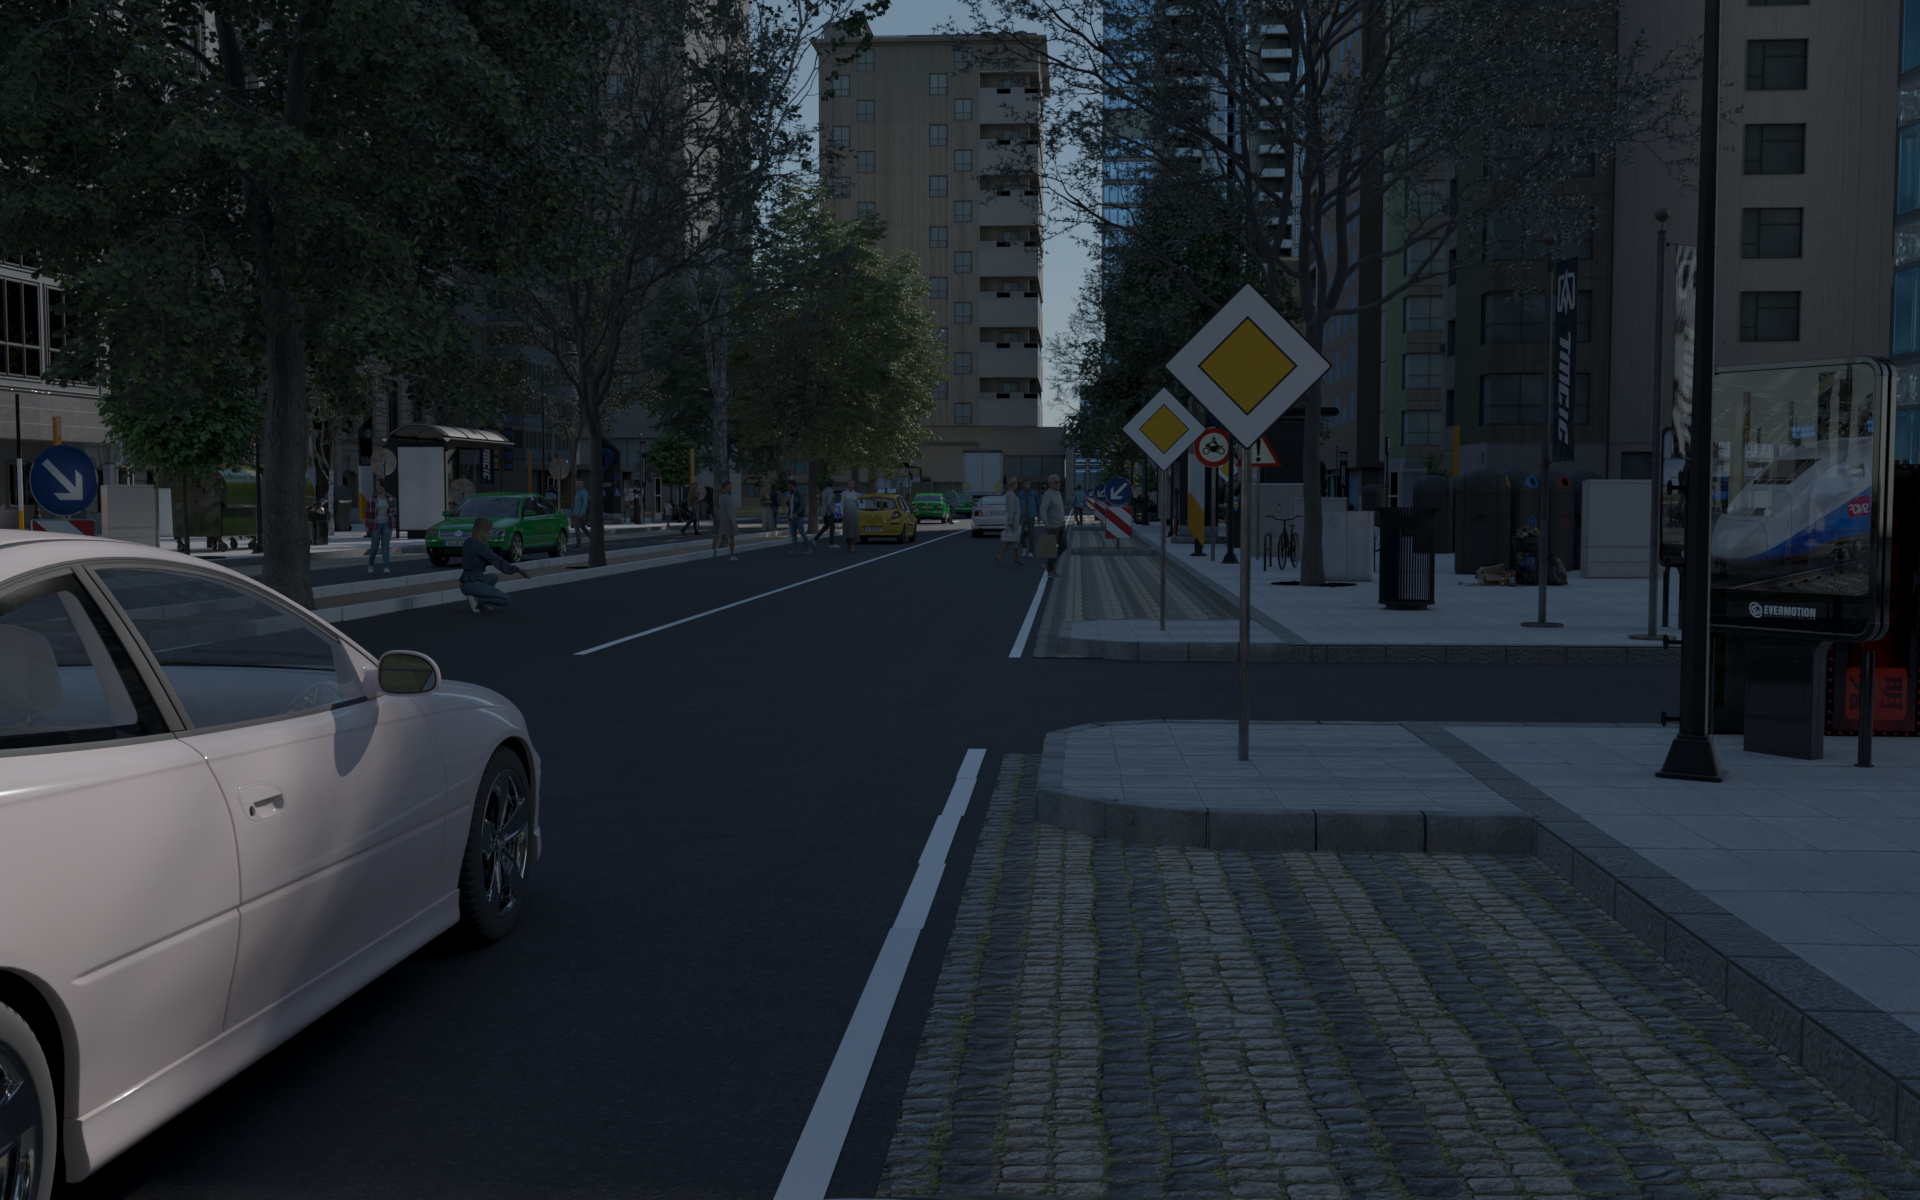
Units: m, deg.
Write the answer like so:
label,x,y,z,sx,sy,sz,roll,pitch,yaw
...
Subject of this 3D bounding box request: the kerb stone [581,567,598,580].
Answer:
label,x,y,z,sx,sy,sz,roll,pitch,yaw
kerb stone,-6.354,-0.430,29.232,0.120,0.150,1.000,0,4,4

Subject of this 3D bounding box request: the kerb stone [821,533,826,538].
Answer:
label,x,y,z,sx,sy,sz,roll,pitch,yaw
kerb stone,-4.548,-2.055,55.816,0.120,0.150,1.000,0,4,4

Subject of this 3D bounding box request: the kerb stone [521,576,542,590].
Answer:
label,x,y,z,sx,sy,sz,roll,pitch,yaw
kerb stone,-6.568,-0.240,26.162,0.120,0.150,1.000,0,4,4

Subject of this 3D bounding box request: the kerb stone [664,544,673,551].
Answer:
label,x,y,z,sx,sy,sz,roll,pitch,yaw
kerb stone,-7.475,-1.315,43.728,0.120,0.150,1.000,0,4,4

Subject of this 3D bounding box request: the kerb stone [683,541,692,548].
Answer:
label,x,y,z,sx,sy,sz,roll,pitch,yaw
kerb stone,-7.332,-1.438,45.775,0.120,0.150,1.000,0,4,4

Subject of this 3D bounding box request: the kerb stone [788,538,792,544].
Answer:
label,x,y,z,sx,sy,sz,roll,pitch,yaw
kerb stone,-4.963,-1.676,49.671,0.120,0.150,1.000,0,4,4

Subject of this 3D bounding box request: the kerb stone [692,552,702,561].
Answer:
label,x,y,z,sx,sy,sz,roll,pitch,yaw
kerb stone,-5.801,-0.931,37.412,0.120,0.150,1.000,0,4,4

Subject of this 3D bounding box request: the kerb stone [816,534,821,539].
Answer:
label,x,y,z,sx,sy,sz,roll,pitch,yaw
kerb stone,-4.615,-1.994,54.796,0.120,0.150,1.000,0,4,4

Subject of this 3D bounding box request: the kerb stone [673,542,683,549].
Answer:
label,x,y,z,sx,sy,sz,roll,pitch,yaw
kerb stone,-7.405,-1.380,44.750,0.120,0.150,1.000,0,4,4

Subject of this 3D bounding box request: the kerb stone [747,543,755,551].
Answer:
label,x,y,z,sx,sy,sz,roll,pitch,yaw
kerb stone,-5.384,-1.304,43.551,0.120,0.150,1.000,0,4,4

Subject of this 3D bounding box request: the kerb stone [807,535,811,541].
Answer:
label,x,y,z,sx,sy,sz,roll,pitch,yaw
kerb stone,-4.754,-1.869,52.756,0.120,0.150,1.000,0,4,4

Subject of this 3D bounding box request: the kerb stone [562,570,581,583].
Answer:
label,x,y,z,sx,sy,sz,roll,pitch,yaw
kerb stone,-6.424,-0.368,28.204,0.120,0.150,1.000,0,4,4

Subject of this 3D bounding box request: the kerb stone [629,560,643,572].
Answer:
label,x,y,z,sx,sy,sz,roll,pitch,yaw
kerb stone,-6.149,-0.618,32.300,0.120,0.150,1.000,0,4,4

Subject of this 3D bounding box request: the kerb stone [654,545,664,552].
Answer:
label,x,y,z,sx,sy,sz,roll,pitch,yaw
kerb stone,-7.547,-1.255,42.707,0.120,0.150,1.000,0,4,4

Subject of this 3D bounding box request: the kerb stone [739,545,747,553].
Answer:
label,x,y,z,sx,sy,sz,roll,pitch,yaw
kerb stone,-5.443,-1.244,42.527,0.120,0.150,1.000,0,4,4

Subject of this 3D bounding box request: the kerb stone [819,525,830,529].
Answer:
label,x,y,z,sx,sy,sz,roll,pitch,yaw
kerb stone,-5.590,-3.003,71.316,0.120,0.150,1.000,0,4,4

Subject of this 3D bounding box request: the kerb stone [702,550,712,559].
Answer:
label,x,y,z,sx,sy,sz,roll,pitch,yaw
kerb stone,-5.726,-0.993,38.437,0.120,0.150,1.000,0,4,4

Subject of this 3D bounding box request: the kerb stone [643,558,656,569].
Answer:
label,x,y,z,sx,sy,sz,roll,pitch,yaw
kerb stone,-6.080,-0.680,33.320,0.120,0.150,1.000,0,4,4

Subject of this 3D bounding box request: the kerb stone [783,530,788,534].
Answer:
label,x,y,z,sx,sy,sz,roll,pitch,yaw
kerb stone,-6.290,-2.378,61.103,0.120,0.150,1.000,0,4,4

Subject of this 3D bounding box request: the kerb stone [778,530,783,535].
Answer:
label,x,y,z,sx,sy,sz,roll,pitch,yaw
kerb stone,-6.360,-2.315,60.083,0.120,0.150,1.000,0,4,4

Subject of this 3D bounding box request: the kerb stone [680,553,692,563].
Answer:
label,x,y,z,sx,sy,sz,roll,pitch,yaw
kerb stone,-5.864,-0.868,36.391,0.120,0.150,1.000,0,4,4

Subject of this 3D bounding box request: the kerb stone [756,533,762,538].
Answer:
label,x,y,z,sx,sy,sz,roll,pitch,yaw
kerb stone,-6.636,-2.067,55.988,0.120,0.150,1.000,0,4,4

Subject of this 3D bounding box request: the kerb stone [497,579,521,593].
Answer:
label,x,y,z,sx,sy,sz,roll,pitch,yaw
kerb stone,-6.633,-0.179,25.140,0.120,0.150,1.000,0,4,4

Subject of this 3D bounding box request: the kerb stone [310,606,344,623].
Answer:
label,x,y,z,sx,sy,sz,roll,pitch,yaw
kerb stone,-7.059,0.195,19.004,0.120,0.150,1.000,0,4,4

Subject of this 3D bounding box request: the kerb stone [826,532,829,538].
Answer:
label,x,y,z,sx,sy,sz,roll,pitch,yaw
kerb stone,-4.472,-2.115,56.843,0.120,0.150,1.000,0,4,4

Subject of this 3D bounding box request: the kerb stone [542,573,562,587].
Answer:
label,x,y,z,sx,sy,sz,roll,pitch,yaw
kerb stone,-6.495,-0.305,27.181,0.120,0.150,1.000,0,4,4

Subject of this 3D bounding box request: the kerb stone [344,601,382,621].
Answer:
label,x,y,z,sx,sy,sz,roll,pitch,yaw
kerb stone,-6.977,0.133,20.024,0.120,0.150,1.000,0,4,4

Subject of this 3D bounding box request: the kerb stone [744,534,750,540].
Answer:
label,x,y,z,sx,sy,sz,roll,pitch,yaw
kerb stone,-6.780,-1.942,53.949,0.120,0.150,1.000,0,4,4

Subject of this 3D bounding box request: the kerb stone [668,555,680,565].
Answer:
label,x,y,z,sx,sy,sz,roll,pitch,yaw
kerb stone,-5.938,-0.806,35.368,0.120,0.150,1.000,0,4,4

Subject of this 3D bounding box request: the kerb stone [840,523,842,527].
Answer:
label,x,y,z,sx,sy,sz,roll,pitch,yaw
kerb stone,-5.310,-3.253,75.414,0.120,0.150,1.000,0,4,4

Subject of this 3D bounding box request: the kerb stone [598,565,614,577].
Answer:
label,x,y,z,sx,sy,sz,roll,pitch,yaw
kerb stone,-6.289,-0.493,30.257,0.120,0.150,1.000,0,4,4

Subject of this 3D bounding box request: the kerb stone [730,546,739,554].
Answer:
label,x,y,z,sx,sy,sz,roll,pitch,yaw
kerb stone,-5.519,-1.181,41.500,0.120,0.150,1.000,0,4,4

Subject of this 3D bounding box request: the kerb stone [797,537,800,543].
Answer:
label,x,y,z,sx,sy,sz,roll,pitch,yaw
kerb stone,-4.889,-1.743,50.700,0.120,0.150,1.000,0,4,4

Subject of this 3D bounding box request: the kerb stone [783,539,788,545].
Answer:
label,x,y,z,sx,sy,sz,roll,pitch,yaw
kerb stone,-5.033,-1.614,48.651,0.120,0.150,1.000,0,4,4

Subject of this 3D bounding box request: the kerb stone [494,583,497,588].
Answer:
label,x,y,z,sx,sy,sz,roll,pitch,yaw
kerb stone,-6.712,-0.116,24.116,0.120,0.150,1.000,0,4,4

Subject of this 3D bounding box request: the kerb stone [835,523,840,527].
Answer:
label,x,y,z,sx,sy,sz,roll,pitch,yaw
kerb stone,-5.377,-3.193,74.394,0.120,0.150,1.000,0,4,4

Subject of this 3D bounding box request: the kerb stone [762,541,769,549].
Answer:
label,x,y,z,sx,sy,sz,roll,pitch,yaw
kerb stone,-5.236,-1.431,45.590,0.120,0.150,1.000,0,4,4

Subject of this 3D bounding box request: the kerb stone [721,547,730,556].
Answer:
label,x,y,z,sx,sy,sz,roll,pitch,yaw
kerb stone,-5.594,-1.114,40.479,0.120,0.150,1.000,0,4,4

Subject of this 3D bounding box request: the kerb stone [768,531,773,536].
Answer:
label,x,y,z,sx,sy,sz,roll,pitch,yaw
kerb stone,-6.496,-2.192,58.034,0.120,0.150,1.000,0,4,4

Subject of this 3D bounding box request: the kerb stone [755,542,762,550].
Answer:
label,x,y,z,sx,sy,sz,roll,pitch,yaw
kerb stone,-5.315,-1.367,44.570,0.120,0.150,1.000,0,4,4

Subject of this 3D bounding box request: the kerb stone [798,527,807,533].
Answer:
label,x,y,z,sx,sy,sz,roll,pitch,yaw
kerb stone,-6.010,-2.629,65.187,0.120,0.150,1.000,0,4,4

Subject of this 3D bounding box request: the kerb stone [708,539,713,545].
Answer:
label,x,y,z,sx,sy,sz,roll,pitch,yaw
kerb stone,-7.128,-1.626,48.846,0.120,0.150,1.000,0,4,4

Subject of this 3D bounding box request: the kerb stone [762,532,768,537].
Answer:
label,x,y,z,sx,sy,sz,roll,pitch,yaw
kerb stone,-6.564,-2.130,57.013,0.120,0.150,1.000,0,4,4

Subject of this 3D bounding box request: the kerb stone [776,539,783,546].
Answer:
label,x,y,z,sx,sy,sz,roll,pitch,yaw
kerb stone,-5.094,-1.556,47.630,0.120,0.150,1.000,0,4,4

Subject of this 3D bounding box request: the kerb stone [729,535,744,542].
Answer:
label,x,y,z,sx,sy,sz,roll,pitch,yaw
kerb stone,-6.847,-1.880,52.929,0.120,0.150,1.000,0,4,4

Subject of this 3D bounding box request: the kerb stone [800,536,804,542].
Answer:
label,x,y,z,sx,sy,sz,roll,pitch,yaw
kerb stone,-4.823,-1.802,51.736,0.120,0.150,1.000,0,4,4

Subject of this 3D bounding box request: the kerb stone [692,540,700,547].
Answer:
label,x,y,z,sx,sy,sz,roll,pitch,yaw
kerb stone,-7.271,-1.499,46.806,0.120,0.150,1.000,0,4,4

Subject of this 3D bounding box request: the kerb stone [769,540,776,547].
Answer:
label,x,y,z,sx,sy,sz,roll,pitch,yaw
kerb stone,-5.169,-1.489,46.611,0.120,0.150,1.000,0,4,4

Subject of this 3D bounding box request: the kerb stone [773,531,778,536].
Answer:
label,x,y,z,sx,sy,sz,roll,pitch,yaw
kerb stone,-6.422,-2.255,59.062,0.120,0.150,1.000,0,4,4

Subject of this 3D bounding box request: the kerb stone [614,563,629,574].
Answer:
label,x,y,z,sx,sy,sz,roll,pitch,yaw
kerb stone,-6.217,-0.555,31.277,0.120,0.150,1.000,0,4,4

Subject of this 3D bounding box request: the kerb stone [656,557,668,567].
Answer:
label,x,y,z,sx,sy,sz,roll,pitch,yaw
kerb stone,-6.013,-0.743,34.340,0.120,0.150,1.000,0,4,4

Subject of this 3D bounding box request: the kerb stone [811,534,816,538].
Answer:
label,x,y,z,sx,sy,sz,roll,pitch,yaw
kerb stone,-4.681,-1.932,53.775,0.120,0.150,1.000,0,4,4

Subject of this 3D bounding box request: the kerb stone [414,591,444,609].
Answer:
label,x,y,z,sx,sy,sz,roll,pitch,yaw
kerb stone,-6.846,0.008,22.071,0.120,0.150,1.000,0,4,4

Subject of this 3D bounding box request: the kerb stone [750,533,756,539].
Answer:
label,x,y,z,sx,sy,sz,roll,pitch,yaw
kerb stone,-6.705,-2.004,54.968,0.120,0.150,1.000,0,4,4

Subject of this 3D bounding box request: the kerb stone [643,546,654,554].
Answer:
label,x,y,z,sx,sy,sz,roll,pitch,yaw
kerb stone,-7.608,-1.191,41.686,0.120,0.150,1.000,0,4,4

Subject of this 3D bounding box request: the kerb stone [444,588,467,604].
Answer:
label,x,y,z,sx,sy,sz,roll,pitch,yaw
kerb stone,-6.774,-0.055,23.096,0.120,0.150,1.000,0,4,4

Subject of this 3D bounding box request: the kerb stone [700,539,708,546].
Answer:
label,x,y,z,sx,sy,sz,roll,pitch,yaw
kerb stone,-7.195,-1.567,47.825,0.120,0.150,1.000,0,4,4

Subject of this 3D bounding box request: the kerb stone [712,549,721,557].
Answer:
label,x,y,z,sx,sy,sz,roll,pitch,yaw
kerb stone,-5.658,-1.056,39.459,0.120,0.150,1.000,0,4,4

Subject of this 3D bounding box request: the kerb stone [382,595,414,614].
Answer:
label,x,y,z,sx,sy,sz,roll,pitch,yaw
kerb stone,-6.918,0.074,21.051,0.120,0.150,1.000,0,4,4
